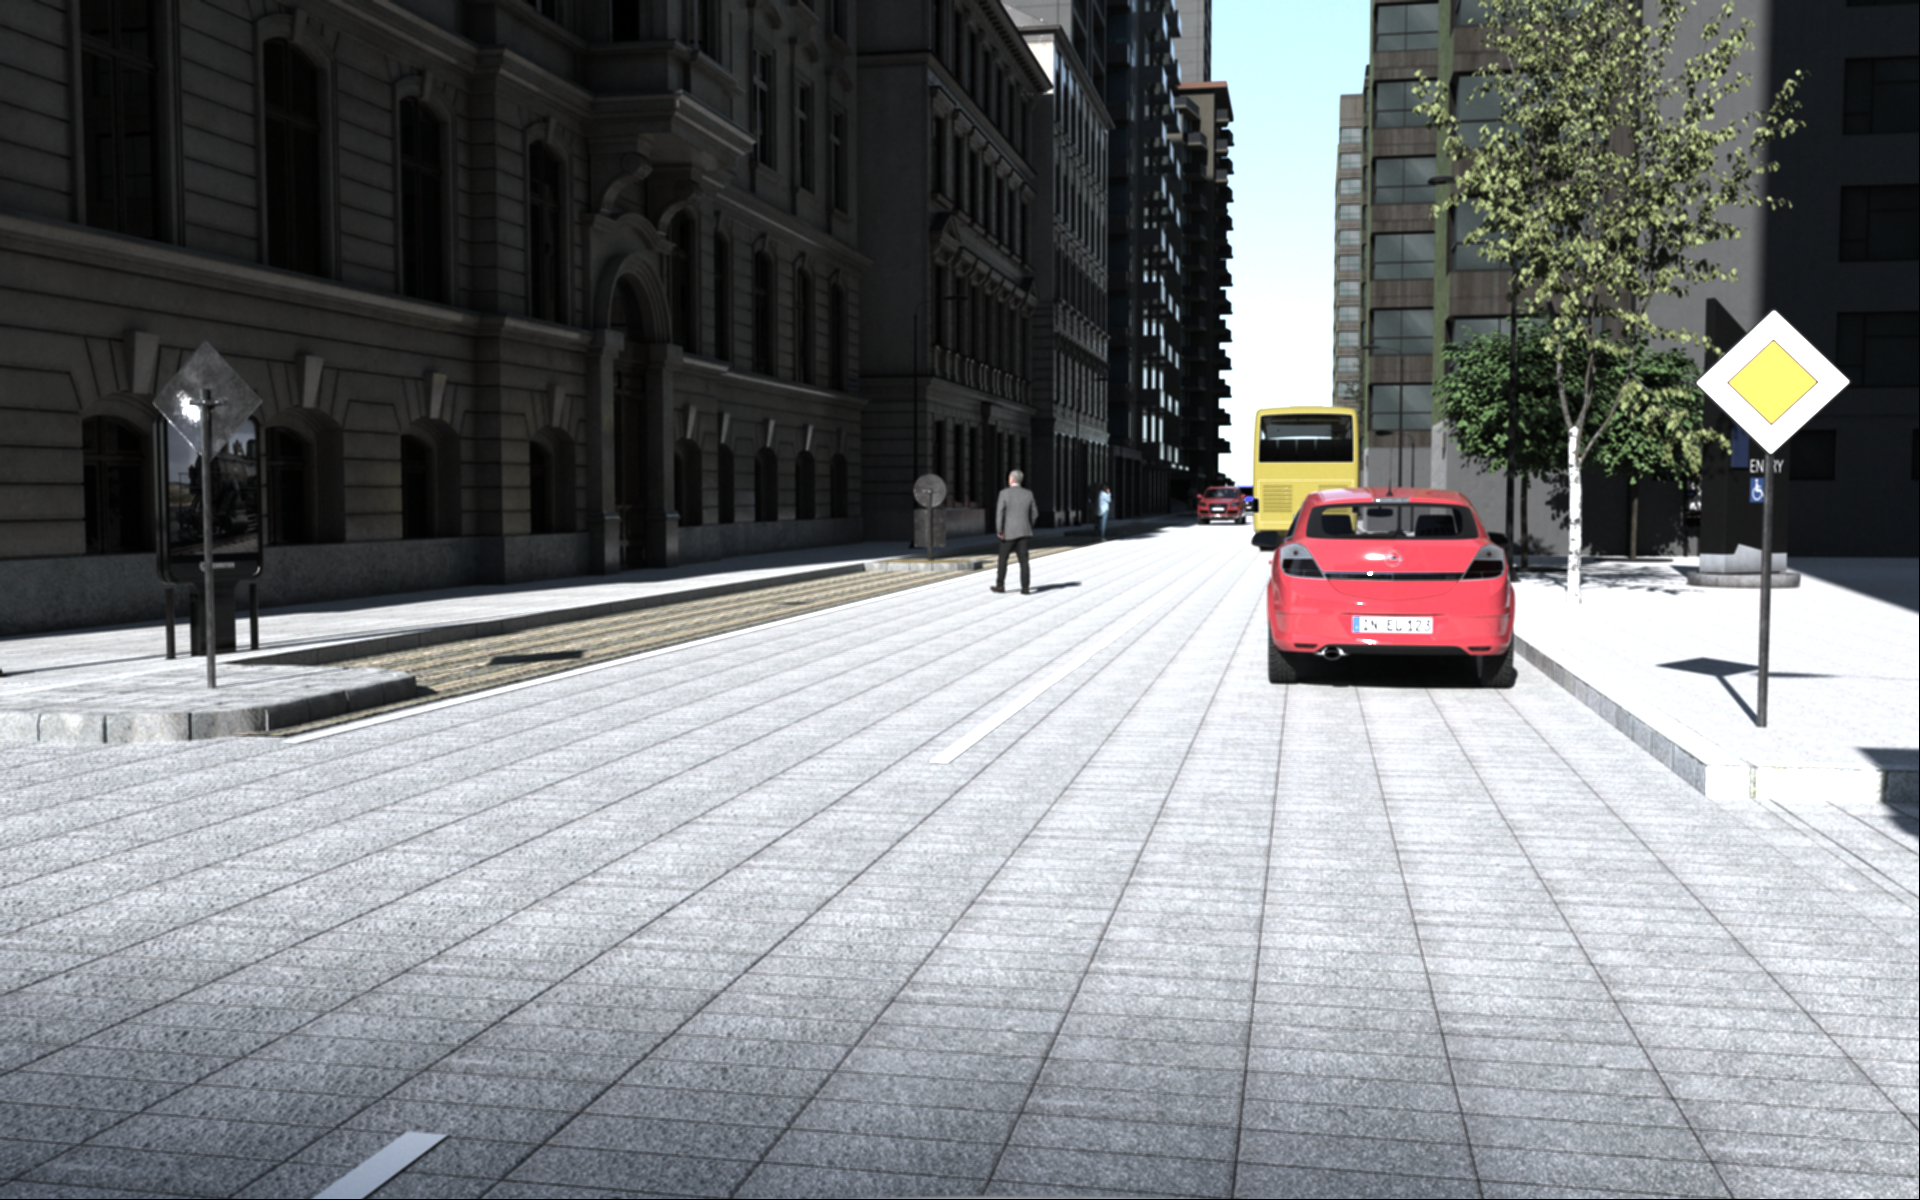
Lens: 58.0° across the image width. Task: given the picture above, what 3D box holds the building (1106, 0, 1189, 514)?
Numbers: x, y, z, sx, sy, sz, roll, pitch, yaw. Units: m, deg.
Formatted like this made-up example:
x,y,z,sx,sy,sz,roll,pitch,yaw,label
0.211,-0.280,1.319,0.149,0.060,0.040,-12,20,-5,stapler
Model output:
x,y,z,sx,sy,sz,roll,pitch,yaw,label
3.820,-30.757,122.487,23.786,49.044,30.456,1,4,11,building

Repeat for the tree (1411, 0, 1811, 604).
x,y,z,sx,sy,sz,roll,pitch,yaw,label
7.155,-4.246,19.786,4.737,8.622,4.395,0,3,0,tree

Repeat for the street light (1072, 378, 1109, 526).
x,y,z,sx,sy,sz,roll,pitch,yaw,label
5.242,-5.925,69.414,1.470,5.913,1.316,1,4,11,street light

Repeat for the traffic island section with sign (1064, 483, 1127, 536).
x,y,z,sx,sy,sz,roll,pitch,yaw,label
4.671,-3.102,59.345,1.989,1.847,2.006,1,4,11,traffic island section with sign

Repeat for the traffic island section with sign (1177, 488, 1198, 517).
x,y,z,sx,sy,sz,roll,pitch,yaw,label
14.765,-6.172,109.547,1.989,1.847,2.006,1,4,11,traffic island section with sign

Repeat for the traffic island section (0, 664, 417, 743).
x,y,z,sx,sy,sz,roll,pitch,yaw,label
-4.963,0.663,11.442,2.009,0.180,2.903,1,4,11,traffic island section

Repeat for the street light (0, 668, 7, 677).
x,y,z,sx,sy,sz,roll,pitch,yaw,label
-6.345,-2.404,11.848,1.470,5.913,1.316,1,4,11,street light

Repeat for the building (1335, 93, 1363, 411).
x,y,z,sx,sy,sz,roll,pitch,yaw,label
46.107,-30.309,179.140,14.154,41.232,14.086,1,4,11,building

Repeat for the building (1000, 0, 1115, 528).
x,y,z,sx,sy,sz,roll,pitch,yaw,label
0.710,-13.754,74.023,9.793,20.994,18.267,1,4,11,building

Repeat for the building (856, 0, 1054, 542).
x,y,z,sx,sy,sz,roll,pitch,yaw,label
-3.621,-11.695,55.833,10.561,19.102,19.286,1,4,11,building

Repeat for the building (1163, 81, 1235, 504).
x,y,z,sx,sy,sz,roll,pitch,yaw,label
17.329,-32.309,182.879,22.147,44.769,28.867,1,4,11,building

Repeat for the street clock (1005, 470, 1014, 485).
x,y,z,sx,sy,sz,roll,pitch,yaw,label
1.624,-2.927,52.419,0.471,2.002,0.358,3,5,42,street clock

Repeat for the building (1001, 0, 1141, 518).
x,y,z,sx,sy,sz,roll,pitch,yaw,label
-0.331,-40.245,96.265,20.563,71.187,20.611,1,4,11,building

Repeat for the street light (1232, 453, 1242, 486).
x,y,z,sx,sy,sz,roll,pitch,yaw,label
31.238,-13.811,198.351,1.470,5.913,1.316,1,4,11,street light

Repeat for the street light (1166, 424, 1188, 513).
x,y,z,sx,sy,sz,roll,pitch,yaw,label
14.463,-8.734,115.346,1.470,5.913,1.316,1,4,11,street light

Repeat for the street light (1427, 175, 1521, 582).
x,y,z,sx,sy,sz,roll,pitch,yaw,label
7.506,-3.227,25.300,1.470,5.913,1.316,1,4,11,street light

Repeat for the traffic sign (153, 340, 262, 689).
x,y,z,sx,sy,sz,roll,pitch,yaw,label
-4.938,-0.473,11.375,0.795,2.450,0.064,1,4,11,traffic sign

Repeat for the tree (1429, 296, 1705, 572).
x,y,z,sx,sy,sz,roll,pitch,yaw,label
9.542,-2.766,28.946,4.285,4.588,4.351,0,3,0,tree

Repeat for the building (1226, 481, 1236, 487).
x,y,z,sx,sy,sz,roll,pitch,yaw,label
20.617,-33.060,232.416,32.217,40.220,23.993,1,4,11,building

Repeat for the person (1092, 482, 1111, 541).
x,y,z,sx,sy,sz,roll,pitch,yaw,label
4.272,-2.668,52.381,0.793,1.790,0.793,2,4,29,person

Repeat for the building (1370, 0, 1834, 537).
x,y,z,sx,sy,sz,roll,pitch,yaw,label
22.069,-17.833,63.271,14.160,30.474,14.107,1,4,11,building

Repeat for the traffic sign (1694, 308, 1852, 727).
x,y,z,sx,sy,sz,roll,pitch,yaw,label
4.415,-0.357,9.481,0.795,2.450,0.064,1,4,11,traffic sign

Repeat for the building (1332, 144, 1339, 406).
x,y,z,sx,sy,sz,roll,pitch,yaw,label
59.765,-36.848,226.169,21.300,48.544,21.600,1,4,11,building

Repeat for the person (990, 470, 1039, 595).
x,y,z,sx,sy,sz,roll,pitch,yaw,label
0.761,-0.984,24.981,0.661,1.777,0.834,-2,4,-28,person

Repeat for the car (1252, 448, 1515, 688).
x,y,z,sx,sy,sz,roll,pitch,yaw,label
3.497,-0.327,14.385,2.155,1.783,4.494,1,4,11,car

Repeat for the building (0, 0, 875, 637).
x,y,z,sx,sy,sz,roll,pitch,yaw,label
-10.936,-12.854,29.248,14.460,24.649,34.723,1,4,11,building

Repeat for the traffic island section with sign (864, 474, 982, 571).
x,y,z,sx,sy,sz,roll,pitch,yaw,label
-0.632,-1.485,32.914,1.989,1.847,2.006,1,4,11,traffic island section with sign

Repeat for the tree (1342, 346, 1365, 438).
x,y,z,sx,sy,sz,roll,pitch,yaw,label
19.760,-7.875,79.119,4.360,8.622,3.978,0,3,0,tree

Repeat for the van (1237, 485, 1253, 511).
x,y,z,sx,sy,sz,roll,pitch,yaw,label
19.922,-7.028,119.291,2.240,2.365,5.245,1,4,12,van

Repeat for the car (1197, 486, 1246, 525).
x,y,z,sx,sy,sz,roll,pitch,yaw,label
12.388,-4.471,81.773,2.281,1.827,5.304,1,4,13,car

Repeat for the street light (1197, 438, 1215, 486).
x,y,z,sx,sy,sz,roll,pitch,yaw,label
20.403,-10.537,144.824,1.470,5.913,1.316,1,4,11,street light

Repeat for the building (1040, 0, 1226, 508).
x,y,z,sx,sy,sz,roll,pitch,yaw,label
21.510,-46.998,206.665,20.563,71.187,20.611,1,4,11,building

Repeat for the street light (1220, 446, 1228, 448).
x,y,z,sx,sy,sz,roll,pitch,yaw,label
25.415,-12.016,169.005,1.470,5.913,1.316,1,4,11,street light

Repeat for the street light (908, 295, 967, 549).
x,y,z,sx,sy,sz,roll,pitch,yaw,label
-0.516,-4.166,40.653,1.470,5.913,1.316,1,4,11,street light

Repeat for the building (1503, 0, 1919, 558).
x,y,z,sx,sy,sz,roll,pitch,yaw,label
18.510,-16.477,41.100,14.160,30.474,14.107,1,4,11,building

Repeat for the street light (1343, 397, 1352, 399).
x,y,z,sx,sy,sz,roll,pitch,yaw,label
18.996,-6.745,82.827,1.470,5.913,1.316,1,4,11,street light

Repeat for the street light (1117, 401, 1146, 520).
x,y,z,sx,sy,sz,roll,pitch,yaw,label
8.596,-6.977,86.608,1.470,5.913,1.316,1,4,11,street light

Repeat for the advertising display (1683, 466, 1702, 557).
x,y,z,sx,sy,sz,roll,pitch,yaw,label
15.293,-1.843,35.351,0.974,1.923,0.123,1,4,10,advertising display

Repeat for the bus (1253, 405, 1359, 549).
x,y,z,sx,sy,sz,roll,pitch,yaw,label
9.535,-3.444,47.864,2.896,3.916,12.252,1,4,11,bus

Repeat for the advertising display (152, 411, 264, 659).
x,y,z,sx,sy,sz,roll,pitch,yaw,label
-5.971,-0.525,13.801,0.123,1.923,0.974,1,4,23,advertising display

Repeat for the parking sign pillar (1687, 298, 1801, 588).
x,y,z,sx,sy,sz,roll,pitch,yaw,label
10.955,-2.180,24.116,1.447,3.967,1.447,-2,4,-28,parking sign pillar

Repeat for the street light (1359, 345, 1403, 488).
x,y,z,sx,sy,sz,roll,pitch,yaw,label
13.202,-4.987,54.074,1.470,5.913,1.316,1,4,11,street light

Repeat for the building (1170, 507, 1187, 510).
x,y,z,sx,sy,sz,roll,pitch,yaw,label
4.937,-28.046,150.431,32.217,40.220,23.993,1,4,11,building

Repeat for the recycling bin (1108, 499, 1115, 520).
x,y,z,sx,sy,sz,roll,pitch,yaw,label
7.303,-4.485,85.886,0.722,1.027,0.722,0,4,4,recycling bin
